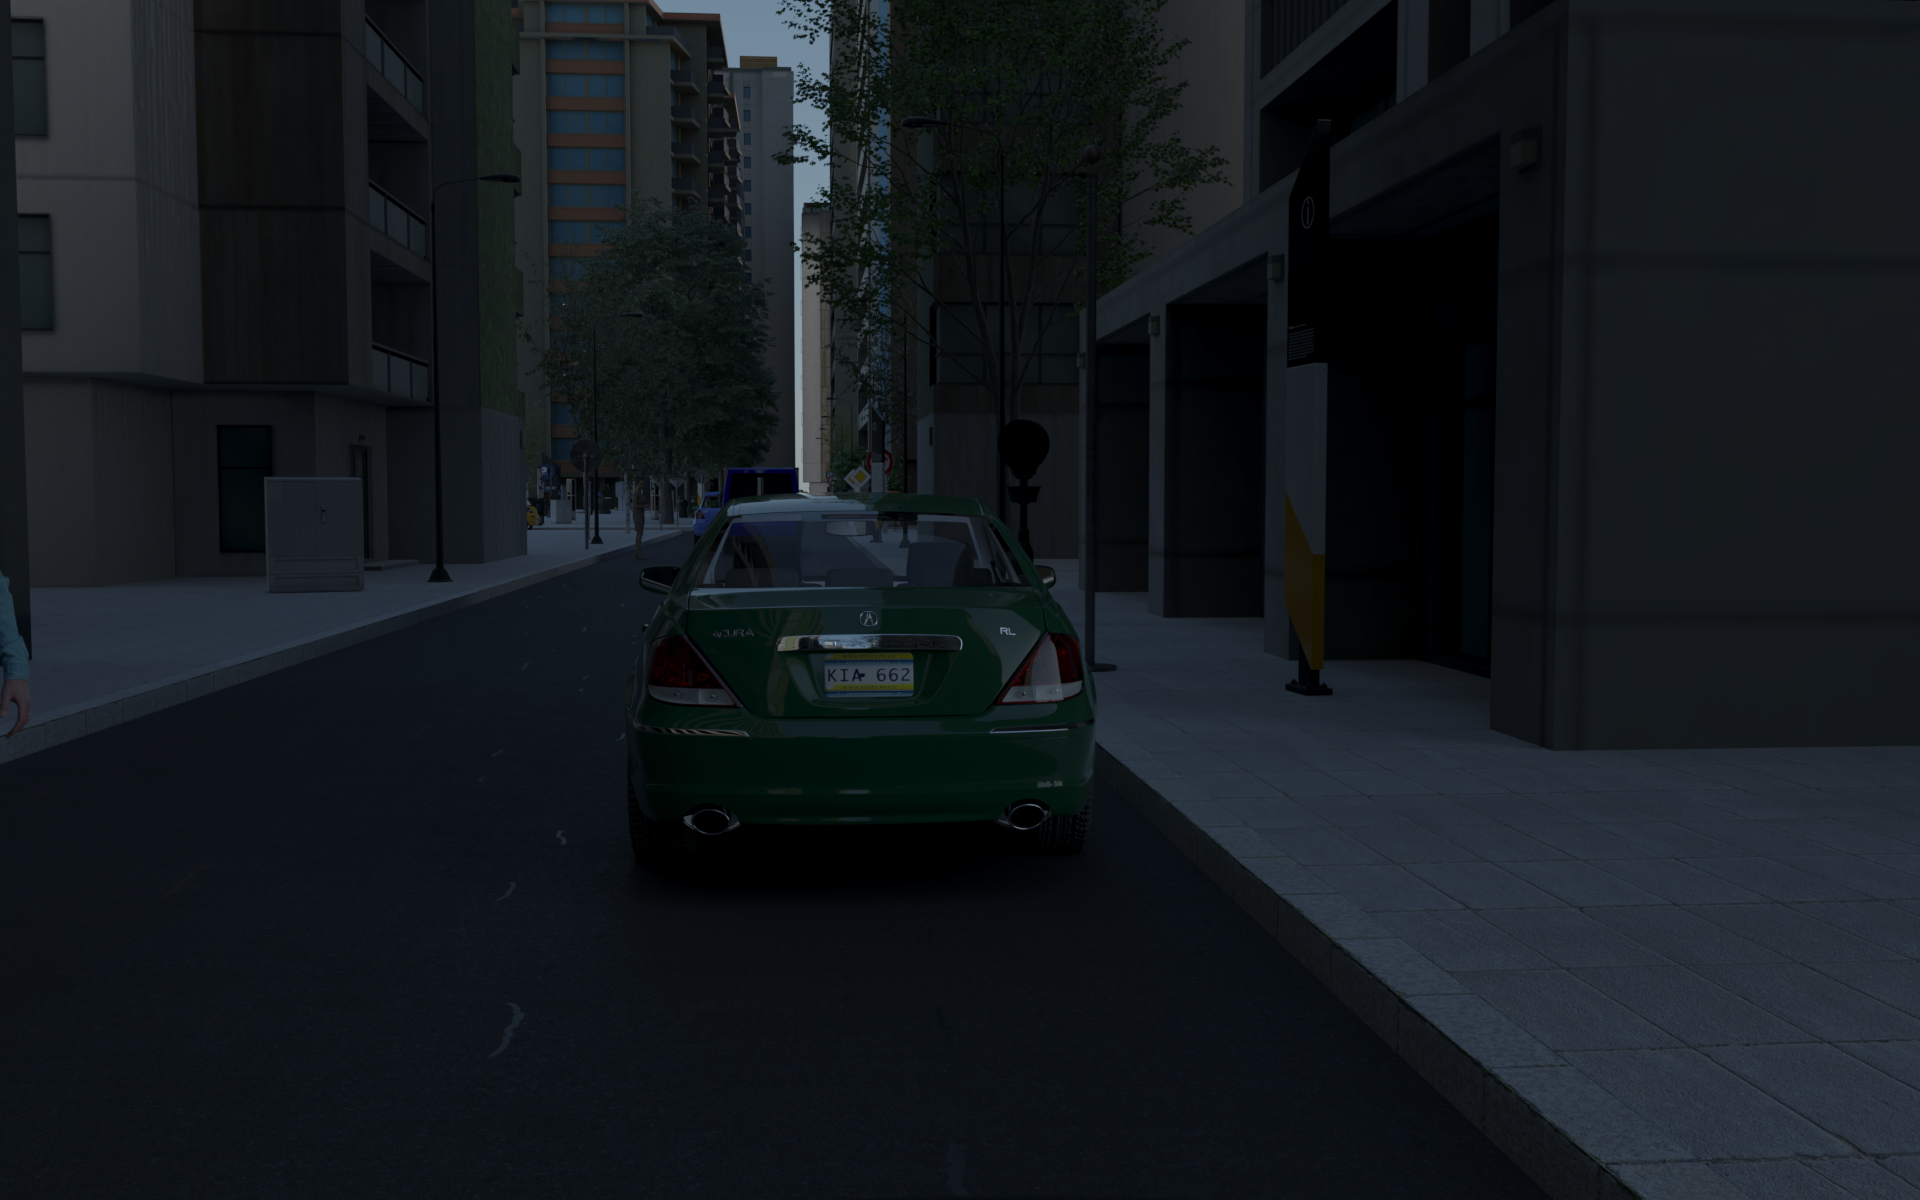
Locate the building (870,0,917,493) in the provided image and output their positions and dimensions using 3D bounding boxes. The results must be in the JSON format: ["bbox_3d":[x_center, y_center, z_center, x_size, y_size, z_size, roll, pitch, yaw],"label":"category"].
[{"bbox_3d":[2.339,-27.131,93.699,14.600,45.320,14.200,0,4,-5],"label":"building"}]

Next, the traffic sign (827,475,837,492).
[{"bbox_3d":[-8.596,-7.164,117.233,0.768,2.556,0.104,0,4,2],"label":"traffic sign"}]

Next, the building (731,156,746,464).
[{"bbox_3d":[-32.966,-32.158,209.384,14.086,41.232,14.154,0,4,-5],"label":"building"}]

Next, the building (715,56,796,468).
[{"bbox_3d":[-36.596,-42.432,235.765,28.212,58.520,21.231,0,4,-5],"label":"building"}]

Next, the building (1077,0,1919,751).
[{"bbox_3d":[12.705,-35.086,11.916,20.563,71.187,20.611,0,4,-5],"label":"building"}]

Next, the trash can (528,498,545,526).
[{"bbox_3d":[-17.189,-3.587,70.307,0.748,1.137,0.748,0,3,0],"label":"trash can"}]

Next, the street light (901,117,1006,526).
[{"bbox_3d":[-0.022,-2.997,21.537,1.470,5.913,1.316,0,4,-5],"label":"street light"}]

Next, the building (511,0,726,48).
[{"bbox_3d":[-32.023,-30.651,155.775,22.147,44.769,28.867,0,4,-5],"label":"building"}]

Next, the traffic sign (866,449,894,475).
[{"bbox_3d":[-2.216,-2.936,48.110,0.768,2.556,0.104,0,4,-1],"label":"traffic sign"}]

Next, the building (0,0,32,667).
[{"bbox_3d":[-16.825,-23.047,0.516,21.300,48.544,21.600,0,4,-5],"label":"building"}]

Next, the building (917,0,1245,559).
[{"bbox_3d":[5.846,-16.442,40.526,14.160,30.474,14.107,0,4,-5],"label":"building"}]

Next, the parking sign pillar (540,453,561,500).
[{"bbox_3d":[-26.511,-7.561,112.096,1.447,3.967,1.447,1,4,17],"label":"parking sign pillar"}]

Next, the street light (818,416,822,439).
[{"bbox_3d":[-7.550,-7.970,102.844,1.470,5.913,1.316,0,4,-5],"label":"street light"}]

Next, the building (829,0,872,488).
[{"bbox_3d":[-0.884,-32.591,156.571,21.300,48.544,21.600,0,4,-5],"label":"building"}]

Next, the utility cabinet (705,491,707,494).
[{"bbox_3d":[-18.304,-7.049,123.935,0.318,1.500,1.173,-1,4,-13],"label":"utility cabinet"}]

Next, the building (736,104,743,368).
[{"bbox_3d":[-34.559,-32.426,184.797,22.147,44.769,28.867,0,4,-5],"label":"building"}]

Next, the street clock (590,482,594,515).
[{"bbox_3d":[-22.458,-6.166,105.391,0.358,2.002,0.471,0,4,-7],"label":"street clock"}]

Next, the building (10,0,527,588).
[{"bbox_3d":[-15.587,-21.079,28.237,14.154,41.232,14.086,0,4,-5],"label":"building"}]

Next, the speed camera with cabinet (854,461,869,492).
[{"bbox_3d":[-5.280,-6.636,102.841,2.038,3.252,0.660,-3,4,-38],"label":"speed camera with cabinet"}]

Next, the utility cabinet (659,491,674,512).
[{"bbox_3d":[-18.980,-6.294,111.579,0.318,1.500,1.173,3,5,39],"label":"utility cabinet"}]

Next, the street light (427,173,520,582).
[{"bbox_3d":[-7.068,-3.220,25.194,1.470,5.913,1.316,0,4,-5],"label":"street light"}]

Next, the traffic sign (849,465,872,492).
[{"bbox_3d":[-3.500,-3.505,60.941,0.795,2.450,0.064,0,4,-5],"label":"traffic sign"}]

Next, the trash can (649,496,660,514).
[{"bbox_3d":[-18.875,-5.843,107.181,0.748,1.137,0.748,0,3,0],"label":"trash can"}]

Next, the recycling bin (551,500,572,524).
[{"bbox_3d":[-17.293,-3.824,75.077,0.722,1.027,0.722,-2,4,-31],"label":"recycling bin"}]

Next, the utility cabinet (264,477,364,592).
[{"bbox_3d":[-8.437,-0.854,22.648,1.173,1.500,0.318,-2,4,-27],"label":"utility cabinet"}]

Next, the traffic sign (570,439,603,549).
[{"bbox_3d":[-8.664,-2.449,40.149,0.768,2.556,0.104,0,4,3],"label":"traffic sign"}]

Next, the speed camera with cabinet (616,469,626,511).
[{"bbox_3d":[-25.635,-8.376,131.281,0.660,3.252,2.038,0,4,0],"label":"speed camera with cabinet"}]

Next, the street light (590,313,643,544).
[{"bbox_3d":[-8.802,-4.396,44.424,1.470,5.913,1.316,0,4,-5],"label":"street light"}]

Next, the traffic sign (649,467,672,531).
[{"bbox_3d":[-10.417,-3.467,60.326,0.795,2.450,0.064,0,4,-5],"label":"traffic sign"}]

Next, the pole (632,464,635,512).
[{"bbox_3d":[-22.188,-7.582,117.805,0.158,3.312,0.155,0,3,0],"label":"pole"}]

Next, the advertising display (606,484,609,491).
[{"bbox_3d":[-23.188,-6.649,113.930,0.123,1.923,0.974,0,4,-8],"label":"advertising display"}]

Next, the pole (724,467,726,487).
[{"bbox_3d":[-15.766,-7.494,116.365,0.158,3.312,0.155,0,3,0],"label":"pole"}]

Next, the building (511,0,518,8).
[{"bbox_3d":[-60.976,-48.598,232.828,20.611,71.187,20.563,0,4,-5],"label":"building"}]

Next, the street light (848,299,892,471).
[{"bbox_3d":[-1.841,-4.190,41.054,1.470,5.913,1.316,0,4,-5],"label":"street light"}]

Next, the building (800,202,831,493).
[{"bbox_3d":[-14.579,-33.771,235.750,14.086,41.232,14.154,0,4,-5],"label":"building"}]

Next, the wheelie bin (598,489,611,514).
[{"bbox_3d":[-22.785,-6.292,110.777,0.693,1.594,0.980,3,4,37],"label":"wheelie bin"}]

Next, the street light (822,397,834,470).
[{"bbox_3d":[-5.742,-6.777,83.353,1.470,5.913,1.316,0,4,-5],"label":"street light"}]

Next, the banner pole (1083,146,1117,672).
[{"bbox_3d":[0.976,-1.393,12.787,0.401,3.779,0.863,0,4,7],"label":"banner pole"}]

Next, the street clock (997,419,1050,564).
[{"bbox_3d":[0.618,-0.753,16.878,0.471,2.002,0.358,1,4,16],"label":"street clock"}]

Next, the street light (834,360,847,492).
[{"bbox_3d":[-3.550,-5.367,60.286,1.470,5.913,1.316,0,4,-5],"label":"street light"}]

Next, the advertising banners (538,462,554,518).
[{"bbox_3d":[-24.988,-6.625,104.508,0.090,3.025,2.074,1,4,12],"label":"advertising banners"}]

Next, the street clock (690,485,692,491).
[{"bbox_3d":[-21.156,-7.980,135.042,0.471,2.002,0.358,-2,4,-28],"label":"street clock"}]

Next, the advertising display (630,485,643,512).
[{"bbox_3d":[-23.636,-7.431,126.714,0.974,1.923,0.123,1,4,14],"label":"advertising display"}]

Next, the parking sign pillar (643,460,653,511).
[{"bbox_3d":[-24.013,-8.903,134.035,1.447,3.967,1.447,1,4,16],"label":"parking sign pillar"}]
